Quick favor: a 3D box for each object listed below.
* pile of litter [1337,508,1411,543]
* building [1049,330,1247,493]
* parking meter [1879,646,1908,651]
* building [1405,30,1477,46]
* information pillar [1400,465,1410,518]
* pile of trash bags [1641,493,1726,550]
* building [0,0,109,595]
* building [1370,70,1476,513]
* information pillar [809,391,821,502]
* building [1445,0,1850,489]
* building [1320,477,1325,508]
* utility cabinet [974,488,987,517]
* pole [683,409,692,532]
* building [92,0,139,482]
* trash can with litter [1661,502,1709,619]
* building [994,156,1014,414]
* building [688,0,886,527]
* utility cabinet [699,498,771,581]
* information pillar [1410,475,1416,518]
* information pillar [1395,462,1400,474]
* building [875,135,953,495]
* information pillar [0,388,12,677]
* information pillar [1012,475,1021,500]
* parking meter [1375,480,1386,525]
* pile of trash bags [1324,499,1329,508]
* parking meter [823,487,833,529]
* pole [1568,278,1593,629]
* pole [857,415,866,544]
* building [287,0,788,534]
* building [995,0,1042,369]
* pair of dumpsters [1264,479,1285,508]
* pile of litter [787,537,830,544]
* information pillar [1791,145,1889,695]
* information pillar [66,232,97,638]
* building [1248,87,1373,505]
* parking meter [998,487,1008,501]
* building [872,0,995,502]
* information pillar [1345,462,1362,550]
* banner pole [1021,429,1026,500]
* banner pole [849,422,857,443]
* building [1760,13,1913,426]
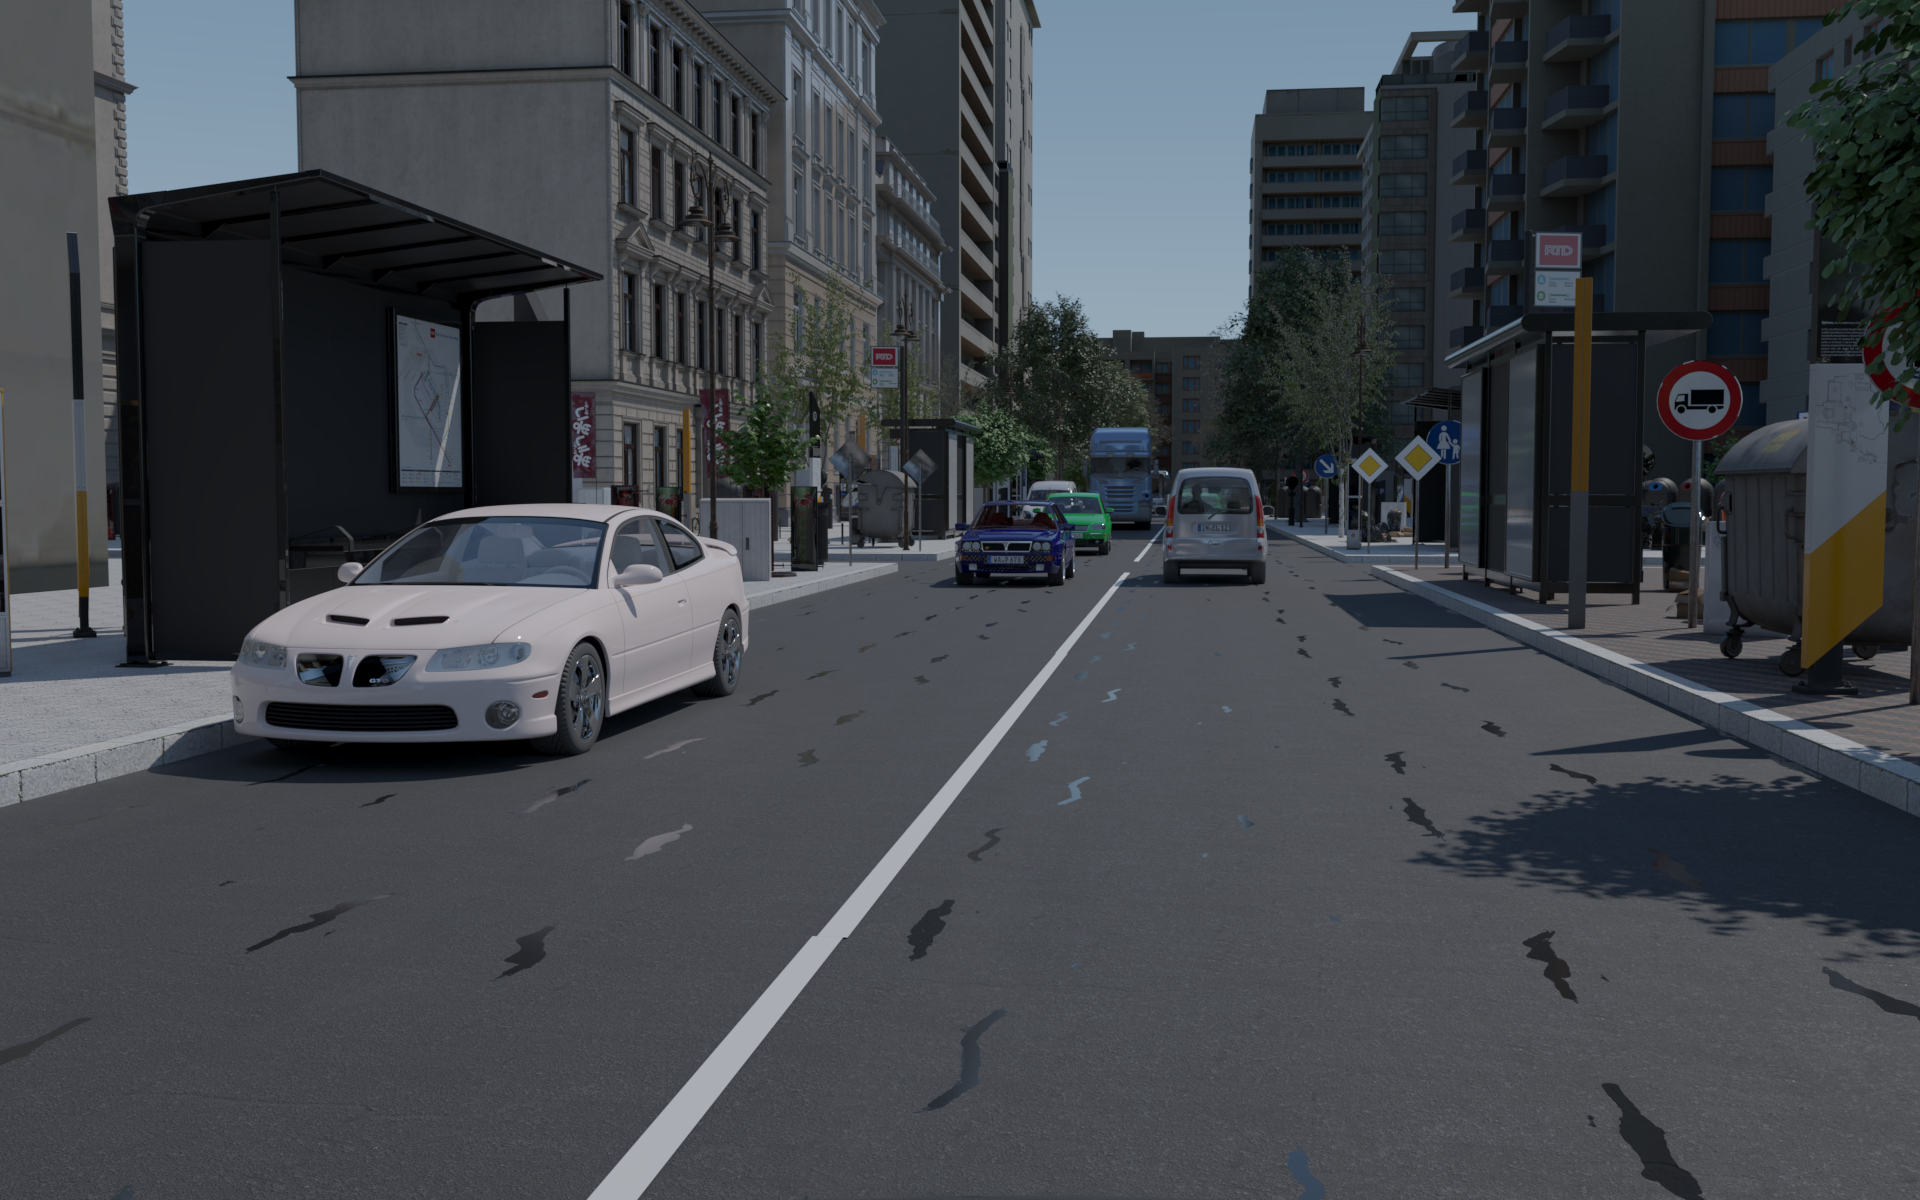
[{"bbox_3d":[10.917,-1.973,46.225,1.176,0.858,1.719,-2,4,-26],"label":"pile of litter"},{"bbox_3d":[21.399,-22.847,218.587,28.899,21.520,27.650,0,4,8],"label":"building"},{"bbox_3d":[7.652,-0.523,14.266,0.399,1.863,0.255,1,4,18],"label":"parking meter"},{"bbox_3d":[47.331,-27.386,139.645,32.217,40.220,23.993,0,4,8],"label":"building"},{"bbox_3d":[24.405,-6.307,94.471,0.504,3.616,0.183,1,4,19],"label":"information pillar"},{"bbox_3d":[16.315,-1.848,39.975,3.447,1.369,1.912,1,4,17],"label":"pile of trash bags"},{"bbox_3d":[-23.634,-23.836,13.426,21.600,48.544,21.300,0,4,8],"label":"building"},{"bbox_3d":[35.905,-21.427,122.033,14.160,30.474,14.107,0,4,8],"label":"building"},{"bbox_3d":[-3.330,-2.958,39.722,0.183,3.616,0.504,1,4,17],"label":"information pillar"},{"bbox_3d":[36.305,-26.321,84.980,22.147,44.769,28.867,0,4,8],"label":"building"},{"bbox_3d":[50.935,-28.835,163.326,32.217,40.220,23.993,0,4,8],"label":"building"},{"bbox_3d":[0.422,-3.465,65.324,1.173,1.500,0.318,1,4,16],"label":"utility cabinet"},{"bbox_3d":[-6.559,-2.923,41.628,0.158,3.312,0.155,0,3,0],"label":"pole"},{"bbox_3d":[-38.479,-13.893,56.033,19.941,23.489,11.050,0,4,8],"label":"building"},{"bbox_3d":[7.793,-0.386,17.691,1.055,1.170,0.624,2,4,32],"label":"trash can with litter"},{"bbox_3d":[-3.166,-22.811,144.667,14.160,30.474,14.107,0,4,8],"label":"building"},{"bbox_3d":[-11.536,-17.786,76.697,13.634,28.700,20.117,0,4,8],"label":"building"},{"bbox_3d":[-3.314,-0.882,25.578,1.020,1.237,0.306,0,4,0],"label":"utility cabinet"},{"bbox_3d":[18.896,-4.900,71.469,0.183,3.616,0.504,-1,4,-12],"label":"information pillar"},{"bbox_3d":[28.001,-7.292,110.581,0.504,3.616,0.183,2,4,33],"label":"information pillar"},{"bbox_3d":[-8.603,-15.772,99.667,13.314,21.916,24.055,0,4,8],"label":"building"},{"bbox_3d":[-6.857,-0.466,12.107,0.304,2.012,0.304,-3,5,-41],"label":"information pillar"},{"bbox_3d":[2.089,-3.727,65.421,0.304,2.012,0.304,2,4,28],"label":"information pillar"},{"bbox_3d":[17.242,-3.999,71.099,0.399,1.863,0.255,-1,4,-16],"label":"parking meter"},{"bbox_3d":[20.652,-5.134,93.692,1.912,1.369,3.447,0,4,1],"label":"pile of trash bags"},{"bbox_3d":[-4.876,-3.389,63.816,0.372,1.533,0.369,0,3,0],"label":"parking meter"},{"bbox_3d":[5.902,-1.384,16.477,0.158,3.312,0.155,0,3,0],"label":"pole"},{"bbox_3d":[-2.549,-3.116,44.792,0.158,3.312,0.155,0,3,0],"label":"pole"},{"bbox_3d":[-13.025,-11.787,57.351,10.561,19.102,19.286,0,4,8],"label":"building"},{"bbox_3d":[-7.047,-35.464,169.072,27.495,52.752,28.713,0,4,8],"label":"building"},{"bbox_3d":[20.084,-6.545,109.503,1.574,2.255,4.437,0,4,8],"label":"pair of dumpsters"},{"bbox_3d":[-3.908,-1.892,44.902,1.176,0.858,1.719,0,4,5],"label":"pile of litter"},{"bbox_3d":[5.648,-1.204,11.038,0.504,3.616,0.183,0,4,0],"label":"information pillar"},{"bbox_3d":[-7.838,-1.471,15.405,0.183,3.616,0.504,-2,4,-29],"label":"information pillar"},{"bbox_3d":[45.843,-35.862,210.053,21.600,48.544,21.300,0,4,8],"label":"building"},{"bbox_3d":[1.653,-3.554,66.518,0.372,1.533,0.369,0,3,0],"label":"parking meter"},{"bbox_3d":[-9.224,-30.770,126.796,21.300,48.544,21.600,0,4,8],"label":"building"},{"bbox_3d":[9.084,-2.164,39.881,0.304,2.012,0.304,1,4,21],"label":"information pillar"},{"bbox_3d":[2.439,-4.682,66.564,0.401,3.779,0.863,1,4,15],"label":"banner pole"},{"bbox_3d":[-3.671,-4.295,60.243,0.401,3.779,0.863,-2,4,-30],"label":"banner pole"},{"bbox_3d":[45.245,-12.842,55.004,28.899,21.520,27.650,0,4,8],"label":"building"}]
